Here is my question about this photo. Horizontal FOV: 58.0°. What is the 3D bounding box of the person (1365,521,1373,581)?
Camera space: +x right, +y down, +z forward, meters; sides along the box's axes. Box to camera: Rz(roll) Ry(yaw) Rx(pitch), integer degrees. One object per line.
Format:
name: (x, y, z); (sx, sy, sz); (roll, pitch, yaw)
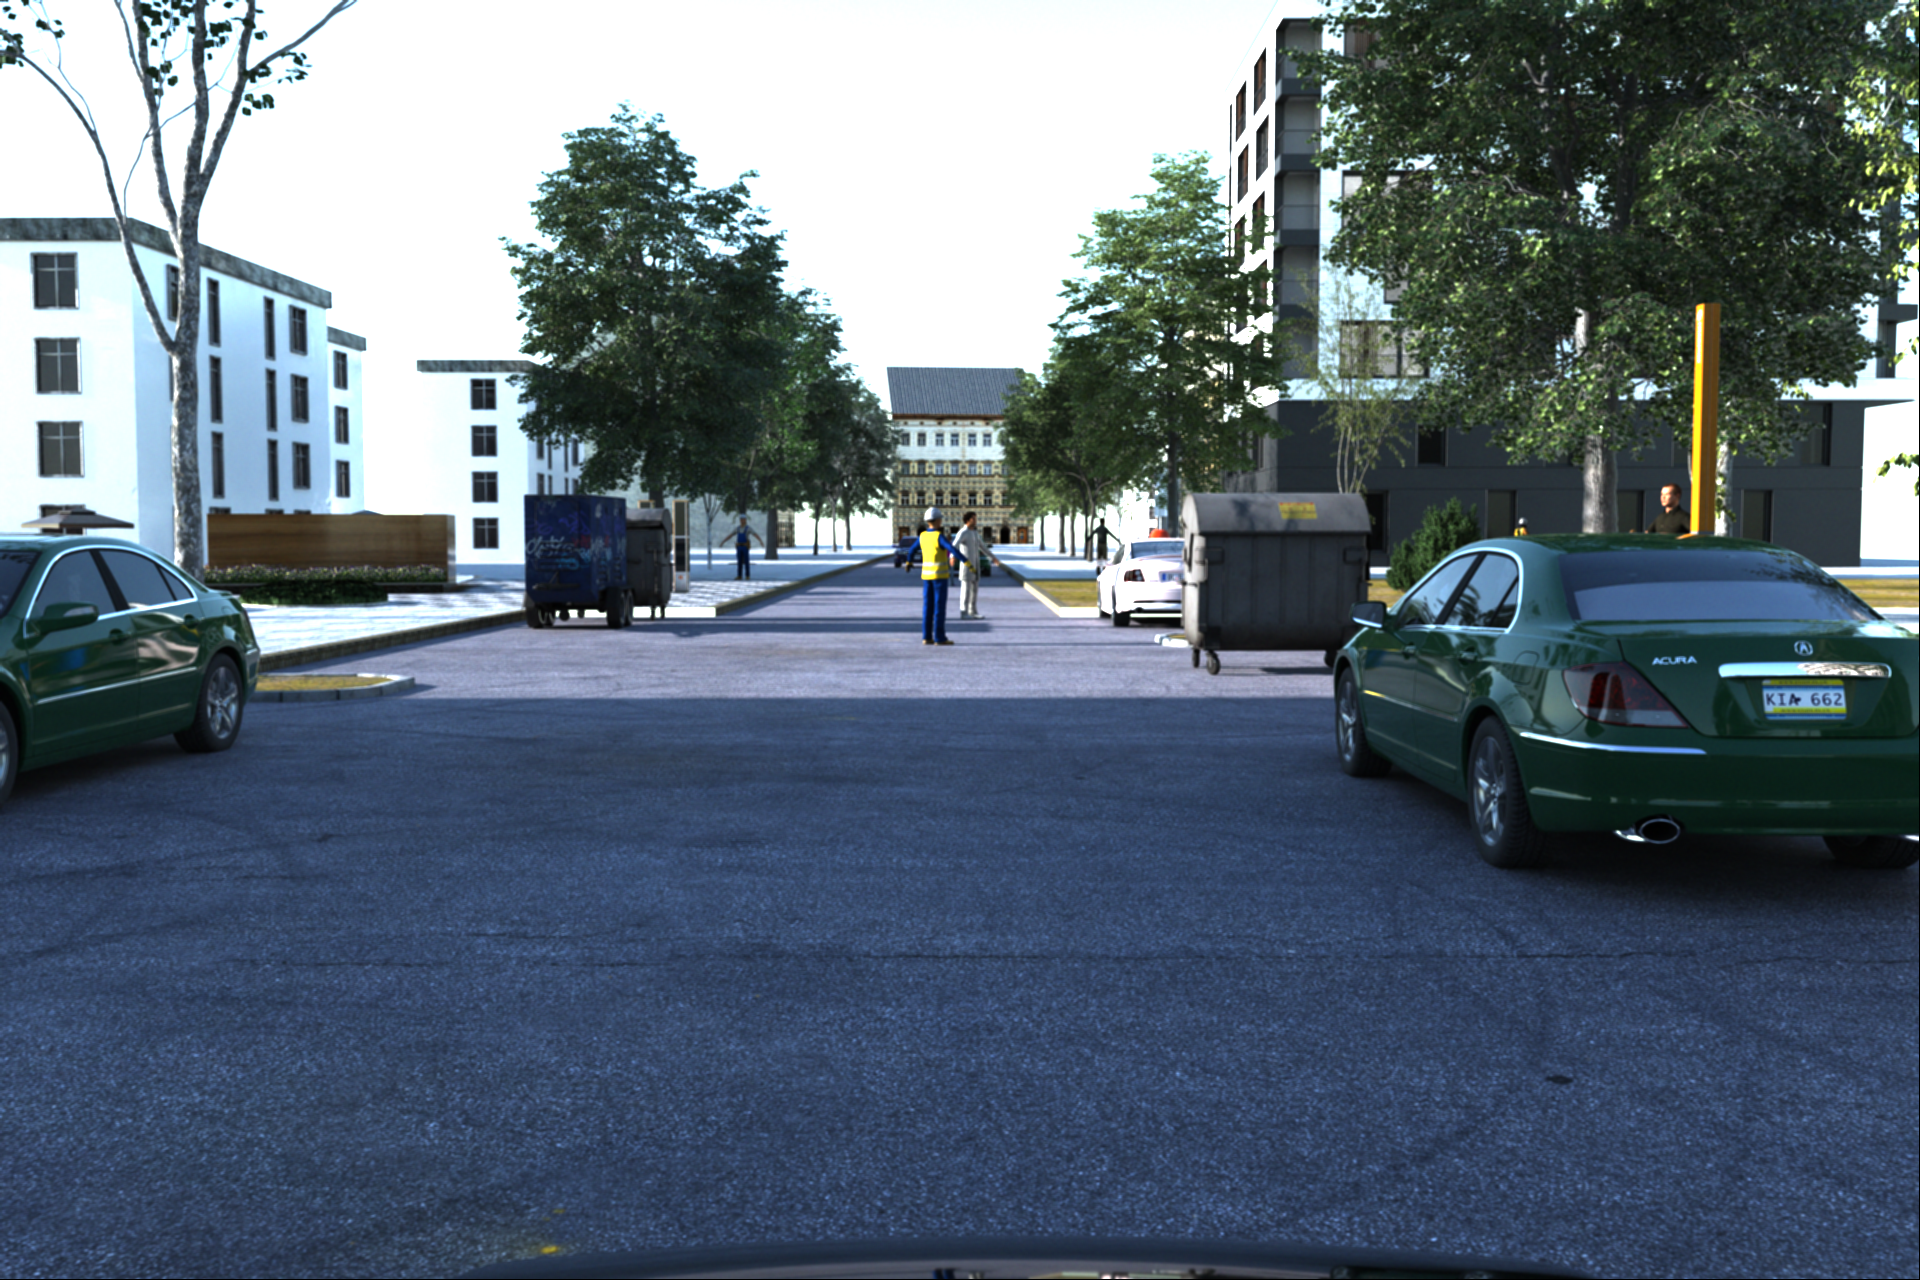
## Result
person: (11.091, -2.522, 47.429); (0.705, 1.806, 1.347); (1, 4, 23)

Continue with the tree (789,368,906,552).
tree: (-8.994, -13.002, 122.951); (12.009, 13.543, 11.850); (0, 3, 0)

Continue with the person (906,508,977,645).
person: (-0.270, -0.829, 22.475); (1.216, 1.772, 0.721); (3, 5, 43)

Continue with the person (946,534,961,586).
person: (-0.279, -2.203, 47.750); (0.991, 1.433, 0.599); (1, 4, 15)

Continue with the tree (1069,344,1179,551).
tree: (5.952, -7.148, 67.236); (4.360, 8.622, 3.978); (0, 3, 0)

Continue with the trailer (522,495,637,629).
trailer: (-5.825, -1.149, 25.837); (1.471, 1.999, 3.904); (0, 4, 0)

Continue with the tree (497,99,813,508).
tree: (-9.031, -8.863, 51.557); (9.857, 13.997, 8.962); (0, 3, 0)

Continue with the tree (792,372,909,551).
tree: (-8.829, -13.905, 134.007); (9.857, 13.997, 8.962); (0, 3, 0)

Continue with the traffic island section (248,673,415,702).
traffic island section: (-6.103, 0.436, 15.746); (1.991, 0.108, 1.994); (0, 4, 0)

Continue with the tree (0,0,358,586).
tree: (-12.078, -10.483, 27.279); (12.611, 20.169, 13.585); (0, 3, 0)

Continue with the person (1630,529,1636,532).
person: (21.916, -2.872, 56.225); (0.599, 1.433, 0.991); (0, 4, -4)

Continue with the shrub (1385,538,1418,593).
shrub: (9.782, -1.638, 37.904); (1.383, 1.207, 1.383); (0, 3, 0)

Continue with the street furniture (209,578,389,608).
street furniture: (-15.596, -0.905, 30.421); (10.072, 0.657, 5.734); (0, 4, 1)

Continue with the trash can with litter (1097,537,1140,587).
trash can with litter: (4.172, -1.843, 41.188); (1.678, 1.210, 2.233); (0, 4, -1)

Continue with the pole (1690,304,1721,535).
pole: (6.642, -1.323, 15.468); (0.158, 3.312, 0.155); (0, 3, 0)

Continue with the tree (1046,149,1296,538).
tree: (6.271, -8.153, 51.430); (7.486, 12.596, 7.792); (0, 3, 0)

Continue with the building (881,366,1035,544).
building: (-0.619, -24.016, 226.052); (18.063, 23.208, 19.493); (0, 4, -7)

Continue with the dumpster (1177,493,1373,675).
dumpster: (3.258, -0.604, 18.086); (1.865, 1.857, 1.264); (0, 4, -1)

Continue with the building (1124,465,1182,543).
building: (23.538, -15.097, 188.986); (9.099, 9.664, 28.070); (0, 4, 0)

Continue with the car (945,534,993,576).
car: (0.110, -2.958, 60.163); (2.131, 1.459, 4.920); (0, 4, -2)

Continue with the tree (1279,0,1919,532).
tree: (9.594, -7.259, 25.343); (9.857, 13.997, 8.962); (0, 3, 0)

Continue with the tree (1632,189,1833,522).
tree: (14.635, -5.086, 33.515); (4.737, 8.622, 4.395); (0, 3, 0)

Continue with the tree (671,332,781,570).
tree: (-9.217, -6.865, 62.602); (4.360, 8.622, 3.978); (0, 3, 0)

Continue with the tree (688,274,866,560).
tree: (-9.500, -10.995, 86.428); (9.857, 13.997, 8.962); (0, 3, 0)

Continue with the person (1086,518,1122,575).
person: (4.478, -2.941, 54.361); (1.348, 1.796, 0.705); (3, 4, 37)

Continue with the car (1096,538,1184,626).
car: (3.295, -0.974, 28.288); (2.083, 1.381, 4.827); (0, 4, 0)

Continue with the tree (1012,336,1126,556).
tree: (6.612, -11.113, 99.818); (7.486, 12.596, 7.792); (0, 3, 0)

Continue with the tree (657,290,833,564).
tree: (-9.203, -9.018, 73.199); (9.928, 11.665, 9.643); (0, 3, 0)

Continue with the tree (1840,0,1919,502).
tree: (9.615, -3.934, 14.681); (4.737, 8.622, 4.395); (0, 3, 0)

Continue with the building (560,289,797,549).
building: (-25.561, -20.156, 160.481); (19.493, 23.208, 18.063); (0, 4, 1)

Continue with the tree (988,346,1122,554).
tree: (6.669, -12.684, 114.039); (9.857, 13.997, 8.962); (0, 3, 0)

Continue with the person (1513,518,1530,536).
person: (20.250, -3.456, 62.271); (0.705, 1.858, 1.354); (-1, 4, -16)

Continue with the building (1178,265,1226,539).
building: (24.412, -17.006, 108.970); (19.493, 23.208, 18.063); (0, 4, -1)

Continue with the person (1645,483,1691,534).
person: (7.306, -0.713, 17.870); (0.705, 1.803, 1.348); (-1, 4, -23)

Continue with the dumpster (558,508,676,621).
dumpster: (-5.761, -1.266, 28.923); (1.865, 1.857, 1.264); (0, 4, 0)

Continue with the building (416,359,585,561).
building: (-25.517, -9.492, 97.342); (9.099, 9.664, 28.070); (0, 4, -1)

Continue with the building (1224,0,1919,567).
building: (26.196, -14.572, 82.232); (27.936, 21.610, 32.646); (0, 4, 0)

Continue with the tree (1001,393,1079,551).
tree: (6.722, -13.155, 133.218); (7.486, 12.596, 7.792); (0, 3, 0)

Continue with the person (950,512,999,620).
person: (0.193, -1.256, 29.174); (0.705, 1.806, 1.347); (2, 4, 35)

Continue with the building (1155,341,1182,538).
building: (24.199, -19.090, 168.545); (16.016, 20.090, 11.380); (0, 4, 0)

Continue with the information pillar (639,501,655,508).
information pillar: (-6.880, -2.055, 38.088); (0.304, 2.012, 0.304); (0, 4, 0)

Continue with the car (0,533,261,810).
car: (-5.770, 0.105, 10.085); (2.131, 1.459, 4.920); (0, 4, 0)

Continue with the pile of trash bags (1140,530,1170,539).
pile of trash bags: (3.959, -1.443, 33.349); (1.912, 1.369, 3.447); (0, 4, 0)

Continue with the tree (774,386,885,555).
tree: (-8.768, -10.394, 104.353); (8.767, 10.594, 7.601); (0, 4, -2)

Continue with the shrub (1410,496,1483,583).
shrub: (10.080, -1.931, 35.606); (1.661, 2.075, 1.752); (0, 3, 0)

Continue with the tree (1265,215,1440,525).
tree: (8.938, -5.541, 40.955); (4.360, 8.622, 3.978); (0, 3, 0)

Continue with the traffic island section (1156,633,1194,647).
traffic island section: (3.603, 0.008, 22.740); (1.991, 0.108, 1.994); (0, 4, 0)

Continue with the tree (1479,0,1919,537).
tree: (19.855, -11.517, 44.191); (12.611, 20.169, 13.585); (0, 3, 0)

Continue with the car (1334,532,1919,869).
car: (3.191, 0.180, 8.851); (2.131, 1.459, 4.920); (0, 4, 0)

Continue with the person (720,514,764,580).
person: (-6.089, -2.612, 48.564); (1.347, 1.847, 0.705); (1, 4, 17)

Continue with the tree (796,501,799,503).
tree: (-24.157, -18.087, 221.470); (9.928, 11.665, 9.643); (0, 3, 0)

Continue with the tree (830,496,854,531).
tree: (-14.661, -16.560, 221.118); (4.737, 8.622, 4.395); (0, 3, 0)

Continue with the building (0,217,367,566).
building: (-26.250, -7.215, 60.107); (9.099, 9.664, 28.070); (0, 4, 1)

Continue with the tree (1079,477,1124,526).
tree: (18.708, -19.295, 225.837); (12.009, 13.543, 11.850); (0, 3, 0)

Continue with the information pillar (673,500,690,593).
information pillar: (-6.095, -2.045, 37.929); (0.304, 2.012, 0.304); (0, 4, 2)

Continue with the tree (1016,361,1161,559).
tree: (6.681, -9.441, 88.777); (8.767, 10.594, 7.601); (2, 4, 27)

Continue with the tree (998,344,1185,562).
tree: (5.967, -8.814, 78.523); (8.767, 10.594, 7.601); (-1, 4, -9)

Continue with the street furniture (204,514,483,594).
street furniture: (-15.699, -1.993, 39.444); (9.812, 1.723, 11.010); (-1, 4, -11)

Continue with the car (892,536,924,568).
car: (-1.965, -3.845, 75.445); (1.945, 1.354, 3.894); (0, 4, -1)
